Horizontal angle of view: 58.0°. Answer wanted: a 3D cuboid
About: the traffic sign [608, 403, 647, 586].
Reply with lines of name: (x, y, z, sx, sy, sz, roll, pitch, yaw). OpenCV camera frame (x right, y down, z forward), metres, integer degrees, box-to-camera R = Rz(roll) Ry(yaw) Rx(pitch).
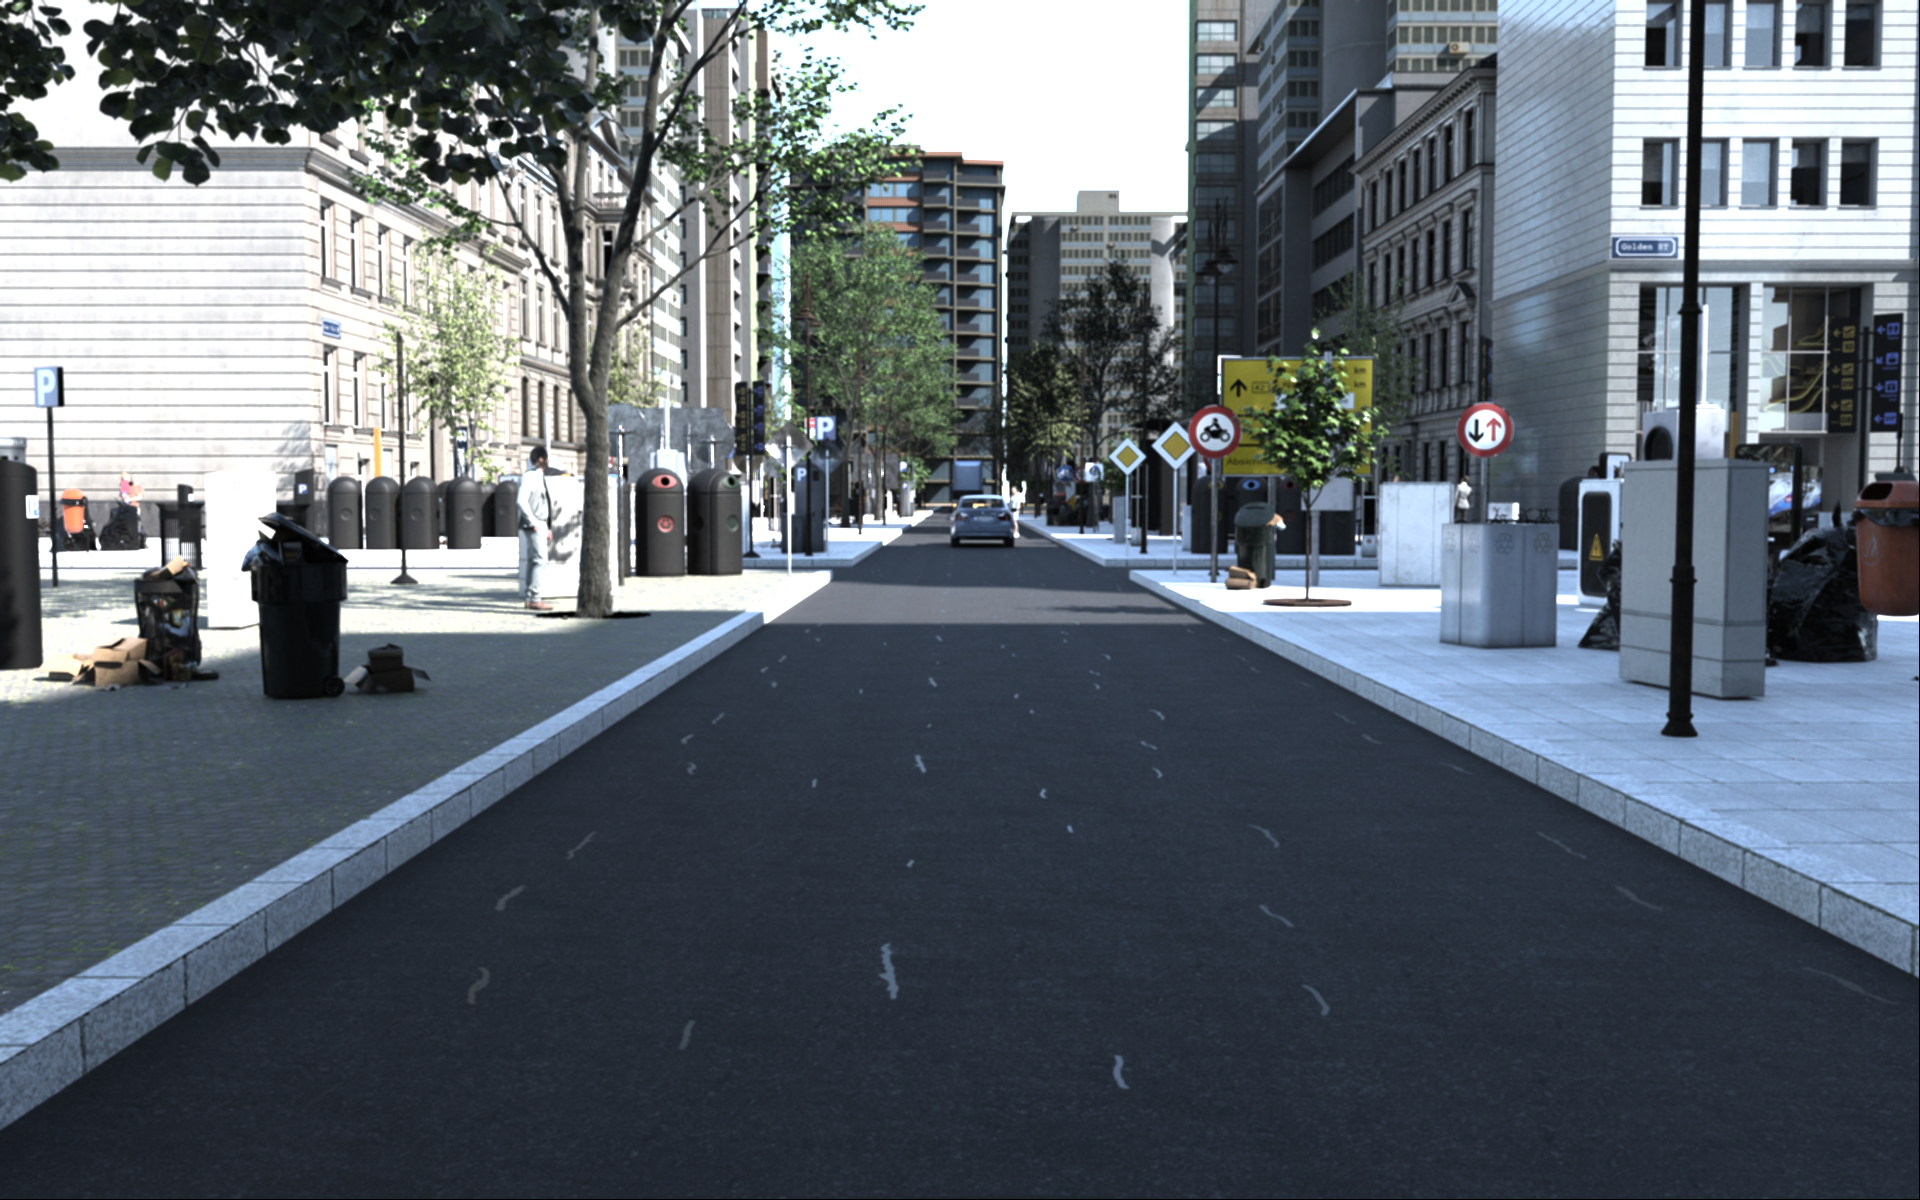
traffic sign: (-4.738, -1.470, 24.146, 0.768, 2.556, 0.104, 0, 4, 8)

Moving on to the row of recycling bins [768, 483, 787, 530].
row of recycling bins: (-5.978, -3.299, 61.045, 1.069, 1.692, 3.534, -1, 4, -22)

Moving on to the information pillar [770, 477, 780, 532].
information pillar: (-6.257, -3.324, 58.837, 0.304, 2.012, 0.304, -3, 5, -41)

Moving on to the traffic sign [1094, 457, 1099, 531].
traffic sign: (4.784, -3.676, 60.102, 0.884, 2.594, 0.081, 0, 4, 5)

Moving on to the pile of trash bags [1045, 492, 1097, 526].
pile of trash bags: (4.383, -3.709, 70.402, 1.912, 1.369, 3.447, -1, 4, -11)

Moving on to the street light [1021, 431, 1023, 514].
street light: (3.913, -8.367, 109.586, 0.468, 5.910, 1.993, 0, 3, 0)

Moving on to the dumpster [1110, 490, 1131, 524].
dumpster: (7.087, -4.157, 73.723, 1.264, 1.857, 1.865, 0, 3, 0)

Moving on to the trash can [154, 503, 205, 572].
trash can: (-12.399, -0.973, 27.570, 0.748, 1.137, 0.748, 0, 3, 0)

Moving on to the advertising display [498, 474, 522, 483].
advertising display: (-14.814, -3.179, 57.184, 0.974, 1.923, 0.123, 2, 4, 27)

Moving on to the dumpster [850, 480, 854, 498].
dumpster: (-6.918, -6.065, 101.664, 1.502, 2.255, 1.985, 0, 4, 0)

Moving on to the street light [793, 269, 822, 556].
street light: (-3.136, -3.852, 35.776, 0.468, 5.910, 1.993, 0, 3, 0)

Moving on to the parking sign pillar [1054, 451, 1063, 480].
parking sign pillar: (6.110, -7.287, 107.620, 1.447, 3.967, 1.447, 1, 4, 9)

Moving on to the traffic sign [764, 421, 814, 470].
traffic sign: (-2.743, -1.555, 27.614, 0.795, 2.593, 0.064, 0, 3, 0)

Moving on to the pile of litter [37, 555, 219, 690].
pile of litter: (-5.760, 0.119, 12.020, 1.176, 0.858, 1.719, -1, 4, -16)

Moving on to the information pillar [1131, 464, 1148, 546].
information pillar: (4.414, -2.336, 42.679, 0.304, 2.012, 0.304, -2, 4, -29)

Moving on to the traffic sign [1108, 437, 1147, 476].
traffic sign: (3.456, -2.042, 35.575, 0.795, 2.593, 0.064, 0, 3, 0)

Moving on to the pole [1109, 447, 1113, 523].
pole: (6.616, -5.010, 75.749, 0.158, 3.312, 0.155, 0, 3, 0)

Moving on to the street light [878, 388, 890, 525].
street light: (-3.152, -6.064, 71.927, 0.468, 5.910, 1.993, 0, 3, 0)

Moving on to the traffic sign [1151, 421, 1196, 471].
traffic sign: (3.451, -1.553, 27.590, 0.795, 2.593, 0.064, 0, 3, 0)

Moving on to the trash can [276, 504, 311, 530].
trash can: (-9.571, -0.787, 24.515, 0.748, 1.137, 0.748, 0, 3, 0)

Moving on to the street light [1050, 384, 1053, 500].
street light: (3.857, -6.141, 73.189, 0.468, 5.910, 1.993, 0, 3, 0)

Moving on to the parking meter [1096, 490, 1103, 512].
parking meter: (8.152, -5.680, 101.282, 0.372, 1.533, 0.369, 0, 3, 0)

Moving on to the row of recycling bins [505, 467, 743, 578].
row of recycling bins: (-5.091, -1.207, 26.843, 3.534, 1.692, 1.069, -2, 4, -31)

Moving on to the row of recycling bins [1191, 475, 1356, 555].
row of recycling bins: (6.678, -1.830, 37.041, 3.534, 1.692, 1.069, 1, 4, 18)

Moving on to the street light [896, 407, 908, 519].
street light: (-3.130, -7.190, 90.351, 0.468, 5.910, 1.993, 0, 3, 0)

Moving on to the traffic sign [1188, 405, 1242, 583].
traffic sign: (3.659, -1.517, 24.903, 0.768, 2.556, 0.104, 0, 4, 7)

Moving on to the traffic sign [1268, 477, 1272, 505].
traffic sign: (5.014, -1.703, 27.951, 0.768, 2.556, 0.104, 0, 4, 6)

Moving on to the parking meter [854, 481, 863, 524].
parking meter: (-4.412, -4.259, 75.350, 0.399, 1.863, 0.255, 0, 4, 6)

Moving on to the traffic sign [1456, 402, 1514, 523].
traffic sign: (7.289, -1.469, 24.123, 0.768, 2.556, 0.104, 0, 4, 8)

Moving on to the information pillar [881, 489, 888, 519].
information pillar: (-3.948, -5.272, 90.689, 0.304, 2.012, 0.304, -2, 4, -25)

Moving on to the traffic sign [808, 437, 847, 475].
traffic sign: (-2.738, -2.043, 35.599, 0.795, 2.593, 0.064, 0, 3, 0)

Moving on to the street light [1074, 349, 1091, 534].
street light: (3.894, -5.042, 55.223, 0.468, 5.910, 1.993, 0, 3, 0)

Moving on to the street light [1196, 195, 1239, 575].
street light: (4.017, -3.328, 27.194, 0.468, 5.910, 1.993, 0, 3, 0)

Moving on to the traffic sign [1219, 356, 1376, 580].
traffic sign: (4.994, -1.947, 25.707, 2.265, 3.308, 0.079, 0, 4, 7)

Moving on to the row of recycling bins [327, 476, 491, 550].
row of recycling bins: (-12.793, -2.005, 39.894, 3.534, 1.692, 1.069, 0, 4, -1)

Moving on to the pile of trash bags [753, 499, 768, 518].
pile of trash bags: (-11.204, -5.166, 94.216, 1.912, 1.369, 3.447, -3, 5, -42)

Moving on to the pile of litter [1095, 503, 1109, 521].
pile of litter: (7.014, -4.164, 82.052, 1.719, 0.858, 1.176, 0, 4, -4)

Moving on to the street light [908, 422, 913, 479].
street light: (-3.115, -8.289, 108.317, 0.468, 5.910, 1.993, 0, 3, 0)

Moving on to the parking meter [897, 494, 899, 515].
parking meter: (-3.761, -6.091, 108.005, 0.372, 1.533, 0.369, 0, 3, 0)

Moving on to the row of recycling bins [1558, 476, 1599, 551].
row of recycling bins: (14.315, -1.929, 38.646, 1.069, 1.692, 3.534, 0, 4, -3)

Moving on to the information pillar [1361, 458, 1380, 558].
information pillar: (8.286, -1.864, 34.967, 0.304, 2.012, 0.304, 1, 4, 20)

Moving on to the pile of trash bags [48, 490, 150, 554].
pile of trash bags: (-19.333, -1.764, 38.592, 1.912, 1.369, 3.447, -1, 4, -13)

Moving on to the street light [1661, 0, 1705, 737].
street light: (3.829, -2.217, 9.041, 0.468, 5.910, 1.993, 0, 3, 0)

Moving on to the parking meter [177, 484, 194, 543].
parking meter: (-20.394, -2.276, 45.629, 0.372, 1.533, 0.369, 0, 3, 0)

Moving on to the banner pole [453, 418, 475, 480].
banner pole: (-16.223, -4.090, 56.896, 0.863, 3.779, 0.401, 0, 4, -5)

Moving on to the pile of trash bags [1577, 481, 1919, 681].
pile of trash bags: (6.255, -0.212, 13.224, 1.912, 1.369, 3.447, 0, 4, -6)

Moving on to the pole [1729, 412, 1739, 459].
pole: (19.178, -3.004, 42.961, 0.158, 3.312, 0.155, 0, 3, 0)

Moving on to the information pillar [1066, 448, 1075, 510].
information pillar: (5.634, -5.931, 88.331, 0.504, 3.616, 0.183, -1, 4, -17)

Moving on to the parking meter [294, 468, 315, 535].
parking meter: (-14.930, -2.064, 39.454, 0.399, 1.863, 0.255, 0, 4, 0)

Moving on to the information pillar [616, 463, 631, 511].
information pillar: (-8.003, -2.248, 41.253, 0.304, 2.012, 0.304, 0, 4, -4)

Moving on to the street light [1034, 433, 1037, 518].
street light: (3.990, -7.240, 91.155, 0.468, 5.910, 1.993, 0, 3, 0)

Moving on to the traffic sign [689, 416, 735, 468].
traffic sign: (-4.073, -1.731, 28.402, 0.768, 2.556, 0.104, 0, 4, 7)

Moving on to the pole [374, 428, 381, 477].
pole: (-17.982, -3.650, 53.528, 0.158, 3.312, 0.155, 0, 3, 0)

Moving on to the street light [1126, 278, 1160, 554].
street light: (3.969, -3.943, 37.256, 0.468, 5.910, 1.993, 0, 3, 0)

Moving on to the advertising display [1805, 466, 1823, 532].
advertising display: (19.353, -2.096, 39.475, 0.974, 1.923, 0.123, -3, 4, -38)

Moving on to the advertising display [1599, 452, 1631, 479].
advertising display: (10.128, -1.321, 26.817, 0.123, 1.923, 0.974, 3, 5, 42)

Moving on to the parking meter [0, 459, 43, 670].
parking meter: (-6.984, -0.265, 12.749, 0.372, 1.533, 0.369, 0, 3, 0)

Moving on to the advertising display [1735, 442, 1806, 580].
advertising display: (10.218, -1.024, 21.950, 0.123, 1.923, 0.974, -1, 4, -21)

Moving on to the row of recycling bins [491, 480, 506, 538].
row of recycling bins: (-14.406, -2.730, 51.751, 3.534, 1.692, 1.069, 3, 4, 36)

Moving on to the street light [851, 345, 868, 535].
street light: (-3.113, -4.956, 53.812, 0.468, 5.910, 1.993, 0, 3, 0)
